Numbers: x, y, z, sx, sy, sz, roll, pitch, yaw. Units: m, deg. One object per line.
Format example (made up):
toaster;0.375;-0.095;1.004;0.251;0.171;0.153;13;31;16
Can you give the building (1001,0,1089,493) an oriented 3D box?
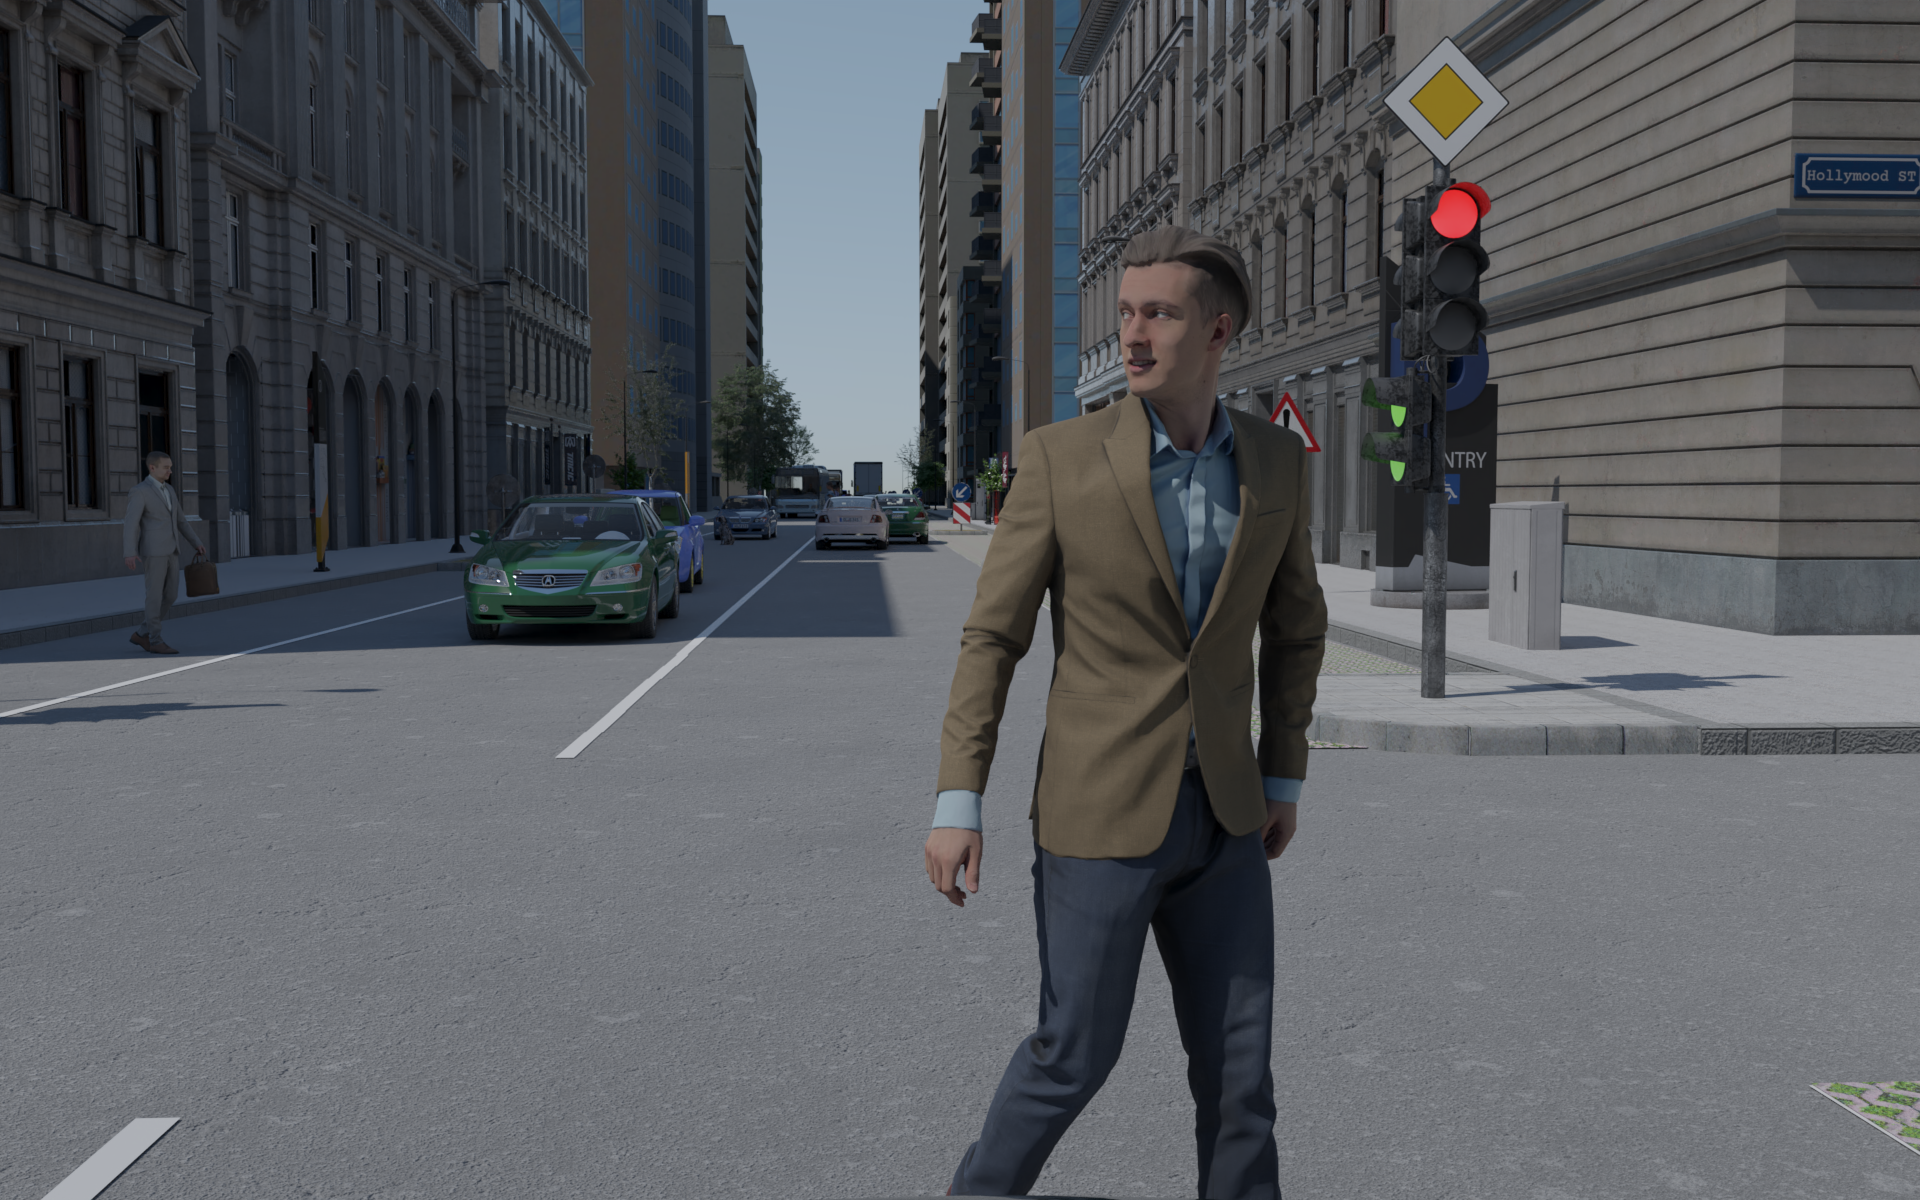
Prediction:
building;9.738;-27.202;94.865;14.600;45.320;14.200;0;4;-3

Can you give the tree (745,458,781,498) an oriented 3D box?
tree;-17.694;-10.544;156.104;4.285;4.588;4.351;0;3;0

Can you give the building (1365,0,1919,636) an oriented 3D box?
building;23.976;-12.349;20.986;34.723;24.649;14.460;0;4;-3

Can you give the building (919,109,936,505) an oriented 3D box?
building;6.063;-35.819;209.345;21.300;48.544;21.600;0;4;-3

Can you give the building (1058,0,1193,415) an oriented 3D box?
building;9.145;-13.133;65.634;10.553;20.767;40.483;0;4;-3

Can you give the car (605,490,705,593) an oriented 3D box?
car;-4.801;-1.013;26.147;1.945;1.707;3.694;0;4;-5

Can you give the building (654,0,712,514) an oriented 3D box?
building;-28.070;-34.868;112.084;21.231;58.520;28.212;0;4;-3

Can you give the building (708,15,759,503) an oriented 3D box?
building;-32.311;-34.020;179.927;21.300;48.544;21.600;0;4;-3

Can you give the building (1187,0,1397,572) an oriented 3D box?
building;11.056;-11.441;36.204;9.793;20.994;18.267;0;4;-3

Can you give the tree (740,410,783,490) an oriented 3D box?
tree;-17.493;-12.291;151.318;4.360;8.622;3.978;0;3;0

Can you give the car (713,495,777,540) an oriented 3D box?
car;-6.852;-2.666;55.587;2.014;1.417;4.499;0;4;-2

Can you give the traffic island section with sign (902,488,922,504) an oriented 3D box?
traffic island section with sign;-2.833;-6.184;109.729;1.989;1.847;2.006;0;4;-3

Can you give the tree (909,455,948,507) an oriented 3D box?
tree;-2.705;-10.022;147.571;4.285;4.588;4.351;0;3;0

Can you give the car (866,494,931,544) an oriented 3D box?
car;-1.886;-2.390;50.880;2.131;1.459;4.920;0;4;-3

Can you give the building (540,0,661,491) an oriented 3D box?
building;-23.708;-26.974;91.132;14.600;45.320;14.200;0;4;-3

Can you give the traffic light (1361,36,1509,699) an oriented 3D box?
traffic light;2.965;-1.339;10.811;0.839;4.253;0.868;0;4;-3

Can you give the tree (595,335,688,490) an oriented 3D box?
tree;-14.294;-7.881;79.222;4.360;8.622;3.978;0;3;0

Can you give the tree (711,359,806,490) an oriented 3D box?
tree;-19.311;-15.635;162.289;9.857;13.997;8.962;0;3;0

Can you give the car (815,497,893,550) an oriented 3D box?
car;-2.829;-2.051;45.904;2.083;1.381;4.827;0;4;-1

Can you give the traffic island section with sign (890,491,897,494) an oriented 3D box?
traffic island section with sign;-4.393;-7.896;137.724;1.989;1.847;2.006;0;4;-3

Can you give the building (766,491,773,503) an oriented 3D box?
building;-39.755;-32.145;217.453;32.217;40.220;23.993;0;4;-3

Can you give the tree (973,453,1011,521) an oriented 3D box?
tree;1.662;-5.320;81.583;1.663;3.219;1.824;0;3;0

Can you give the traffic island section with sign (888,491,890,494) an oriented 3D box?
traffic island section with sign;-7.488;-11.285;193.130;1.989;1.847;2.006;0;4;-3

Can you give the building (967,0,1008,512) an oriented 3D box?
building;12.027;-28.251;116.536;22.147;44.769;28.867;0;4;-3

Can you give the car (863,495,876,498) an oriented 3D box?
car;-5.605;-6.064;111.513;2.083;1.381;4.827;0;4;-4

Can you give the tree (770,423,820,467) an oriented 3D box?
tree;-23.241;-19.051;237.232;9.928;11.665;9.643;0;3;0

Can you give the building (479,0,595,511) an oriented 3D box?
building;-19.762;-13.142;64.014;9.793;20.994;18.267;0;4;-3

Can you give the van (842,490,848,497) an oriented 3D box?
van;-16.255;-14.226;236.985;2.240;2.365;5.245;0;4;-2

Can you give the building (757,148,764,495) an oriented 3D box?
building;-29.971;-31.486;198.397;14.154;41.232;14.086;0;4;-3

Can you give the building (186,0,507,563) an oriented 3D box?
building;-20.214;-12.278;42.551;13.314;21.916;24.055;0;4;-3

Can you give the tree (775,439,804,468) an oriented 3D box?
tree;-20.444;-15.370;201.657;4.737;8.622;4.395;0;3;0

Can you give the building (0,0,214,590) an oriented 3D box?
building;-17.372;-9.536;20.549;10.561;19.102;19.286;0;4;-3

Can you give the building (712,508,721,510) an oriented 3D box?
building;-35.840;-27.304;138.305;32.217;40.220;23.993;0;4;-3

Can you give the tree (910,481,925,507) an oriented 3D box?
tree;-4.082;-10.914;173.045;1.663;3.219;1.824;0;3;0

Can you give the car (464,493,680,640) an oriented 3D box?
car;-4.051;-0.415;18.591;2.131;1.459;4.920;0;4;-5

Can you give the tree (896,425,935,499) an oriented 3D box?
tree;-4.333;-14.056;180.173;4.360;8.622;3.978;0;3;0

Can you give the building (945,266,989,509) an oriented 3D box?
building;13.235;-18.447;146.644;27.650;21.520;28.899;0;4;-3

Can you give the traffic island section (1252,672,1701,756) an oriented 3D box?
traffic island section;3.005;0.694;10.927;2.009;0.180;2.903;0;4;-3

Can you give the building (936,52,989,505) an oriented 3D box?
building;8.748;-34.508;187.901;21.300;48.544;21.600;0;4;-3

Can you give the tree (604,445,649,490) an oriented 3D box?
tree;-13.048;-4.538;68.796;1.663;3.219;1.824;0;3;0

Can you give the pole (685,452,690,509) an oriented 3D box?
pole;-13.181;-5.503;83.815;0.158;3.312;0.155;0;3;0
